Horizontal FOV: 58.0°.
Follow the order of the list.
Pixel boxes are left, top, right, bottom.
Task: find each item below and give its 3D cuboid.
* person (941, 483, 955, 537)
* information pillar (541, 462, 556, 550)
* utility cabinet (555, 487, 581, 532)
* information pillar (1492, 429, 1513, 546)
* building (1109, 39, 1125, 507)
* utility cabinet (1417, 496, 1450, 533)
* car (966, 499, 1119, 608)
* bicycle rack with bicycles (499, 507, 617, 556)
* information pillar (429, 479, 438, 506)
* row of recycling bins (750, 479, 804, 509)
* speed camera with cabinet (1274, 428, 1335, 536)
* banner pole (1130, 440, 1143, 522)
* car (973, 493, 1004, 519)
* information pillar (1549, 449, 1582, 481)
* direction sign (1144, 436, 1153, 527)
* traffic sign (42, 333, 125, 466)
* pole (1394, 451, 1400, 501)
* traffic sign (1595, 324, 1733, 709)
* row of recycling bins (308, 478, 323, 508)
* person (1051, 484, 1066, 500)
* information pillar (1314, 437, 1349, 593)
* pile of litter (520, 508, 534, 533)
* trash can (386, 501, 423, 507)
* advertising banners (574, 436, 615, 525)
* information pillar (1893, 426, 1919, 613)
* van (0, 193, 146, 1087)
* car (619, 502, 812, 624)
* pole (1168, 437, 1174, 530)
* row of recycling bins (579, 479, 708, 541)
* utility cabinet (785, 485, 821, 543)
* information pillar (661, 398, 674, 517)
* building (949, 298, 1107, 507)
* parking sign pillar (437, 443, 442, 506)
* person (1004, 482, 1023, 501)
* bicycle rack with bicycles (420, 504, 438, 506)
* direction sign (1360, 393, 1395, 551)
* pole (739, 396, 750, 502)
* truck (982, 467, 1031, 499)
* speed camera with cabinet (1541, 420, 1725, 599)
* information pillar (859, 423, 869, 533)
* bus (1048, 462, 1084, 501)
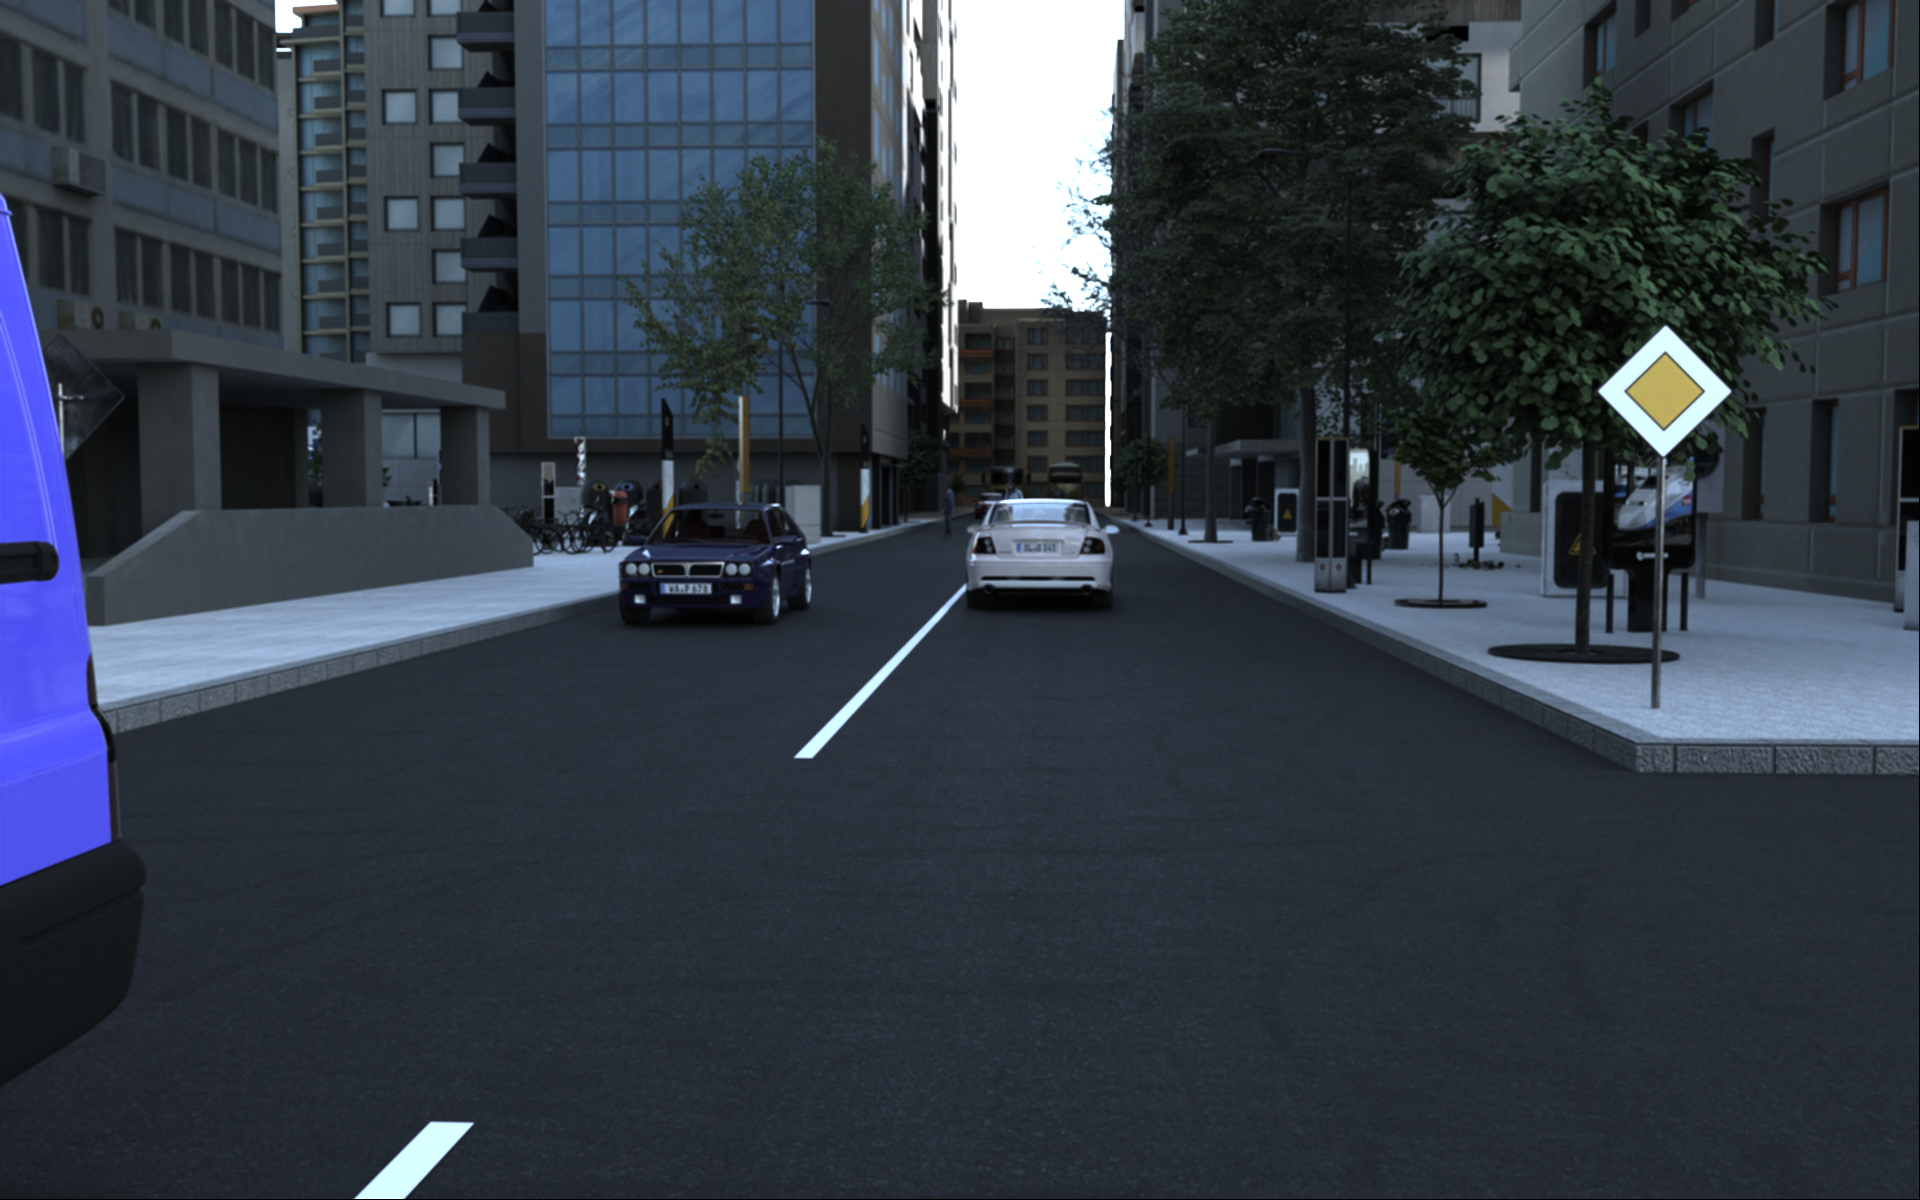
[{"bbox_3d":[-0.378,-2.997,57.683,0.419,1.800,0.721,-1,4,-9],"label":"person"},{"bbox_3d":[-9.441,-2.156,39.738,0.304,2.012,0.304,-1,4,-17],"label":"information pillar"},{"bbox_3d":[-12.859,-2.983,57.452,1.173,1.500,0.318,0,4,8],"label":"utility cabinet"},{"bbox_3d":[13.412,-3.142,42.719,0.504,3.616,0.183,2,4,31],"label":"information pillar"},{"bbox_3d":[26.185,-33.899,177.945,21.600,48.544,21.300,0,4,3],"label":"building"},{"bbox_3d":[15.459,-2.773,56.507,1.020,1.237,0.306,0,4,-8],"label":"utility cabinet"},{"bbox_3d":[1.098,-0.661,23.170,2.083,1.381,4.827,0,4,4],"label":"car"},{"bbox_3d":[-8.750,-1.481,37.598,2.925,0.926,2.852,-3,5,-42],"label":"bicycle rack with bicycles"},{"bbox_3d":[-25.782,-4.914,84.844,0.304,2.012,0.304,3,5,40],"label":"information pillar"},{"bbox_3d":[-5.261,-2.583,49.342,1.069,1.692,3.534,-2,4,-24],"label":"row of recycling bins"},{"bbox_3d":[10.531,-3.544,52.284,2.038,3.252,0.660,3,4,37],"label":"speed camera with cabinet"},{"bbox_3d":[8.271,-5.542,80.627,0.401,3.779,0.863,3,5,42],"label":"banner pole"},{"bbox_3d":[1.860,-5.686,102.009,2.155,1.783,4.494,0,4,4],"label":"car"},{"bbox_3d":[9.302,-2.158,26.642,0.504,3.616,0.183,0,4,7],"label":"information pillar"},{"bbox_3d":[7.447,-4.673,68.401,0.379,3.537,0.876,0,4,1],"label":"direction sign"},{"bbox_3d":[-5.617,-0.441,10.860,0.795,2.450,0.064,0,4,3],"label":"traffic sign"},{"bbox_3d":[14.482,-3.885,57.368,0.158,3.312,0.155,0,3,0],"label":"pole"},{"bbox_3d":[4.161,-0.408,10.307,0.795,2.450,0.064,0,4,3],"label":"traffic sign"},{"bbox_3d":[-16.349,-2.173,42.643,3.534,1.692,1.069,1,4,14],"label":"row of recycling bins"},{"bbox_3d":[3.999,-3.777,70.067,0.655,1.846,0.447,1,4,16],"label":"person"},{"bbox_3d":[4.828,-1.102,22.512,0.304,2.012,0.304,-2,4,-32],"label":"information pillar"},{"bbox_3d":[-13.834,-2.473,54.407,1.176,0.858,1.719,-1,4,-19],"label":"pile of litter"},{"bbox_3d":[-11.718,-1.523,36.554,0.748,1.137,0.748,0,3,0],"label":"trash can"},{"bbox_3d":[-10.898,-3.419,52.082,2.074,3.025,0.090,3,4,37],"label":"advertising banners"},{"bbox_3d":[10.320,-0.870,18.722,0.304,2.012,0.304,3,5,39],"label":"information pillar"},{"bbox_3d":[-2.683,0.209,0.973,2.240,2.365,5.245,0,4,1],"label":"van"},{"bbox_3d":[-2.805,-0.474,20.333,1.945,1.354,3.894,0,4,3],"label":"car"},{"bbox_3d":[7.567,-4.174,62.085,0.158,3.312,0.155,0,3,0],"label":"pole"},{"bbox_3d":[-8.729,-2.488,47.784,3.534,1.692,1.069,0,4,-3],"label":"row of recycling bins"},{"bbox_3d":[-4.033,-2.182,44.357,0.318,1.500,1.173,2,4,29],"label":"utility cabinet"},{"bbox_3d":[-7.184,-3.131,42.546,0.183,3.616,0.504,1,4,16],"label":"information pillar"},{"bbox_3d":[0.699,-20.761,184.487,28.899,21.520,27.650,0,4,3],"label":"building"},{"bbox_3d":[-19.587,-4.757,66.249,1.447,3.967,1.447,-2,4,-31],"label":"parking sign pillar"},{"bbox_3d":[1.633,-2.571,50.803,0.793,1.790,0.793,0,4,-5],"label":"person"},{"bbox_3d":[-20.143,-3.053,63.295,2.852,0.926,2.925,1,4,10],"label":"bicycle rack with bicycles"},{"bbox_3d":[9.363,-2.867,38.865,0.876,3.537,0.379,3,5,44],"label":"direction sign"},{"bbox_3d":[-4.501,-2.589,36.173,0.158,3.312,0.155,0,3,0],"label":"pole"},{"bbox_3d":[3.522,-7.909,125.232,3.469,3.379,9.791,0,4,4],"label":"truck"},{"bbox_3d":[8.248,-1.647,21.266,2.038,3.252,0.660,1,4,17],"label":"speed camera with cabinet"},{"bbox_3d":[-3.133,-4.013,56.969,0.183,3.616,0.504,1,4,22],"label":"information pillar"},{"bbox_3d":[8.028,-8.574,131.732,2.896,3.916,12.252,0,4,4],"label":"bus"}]
